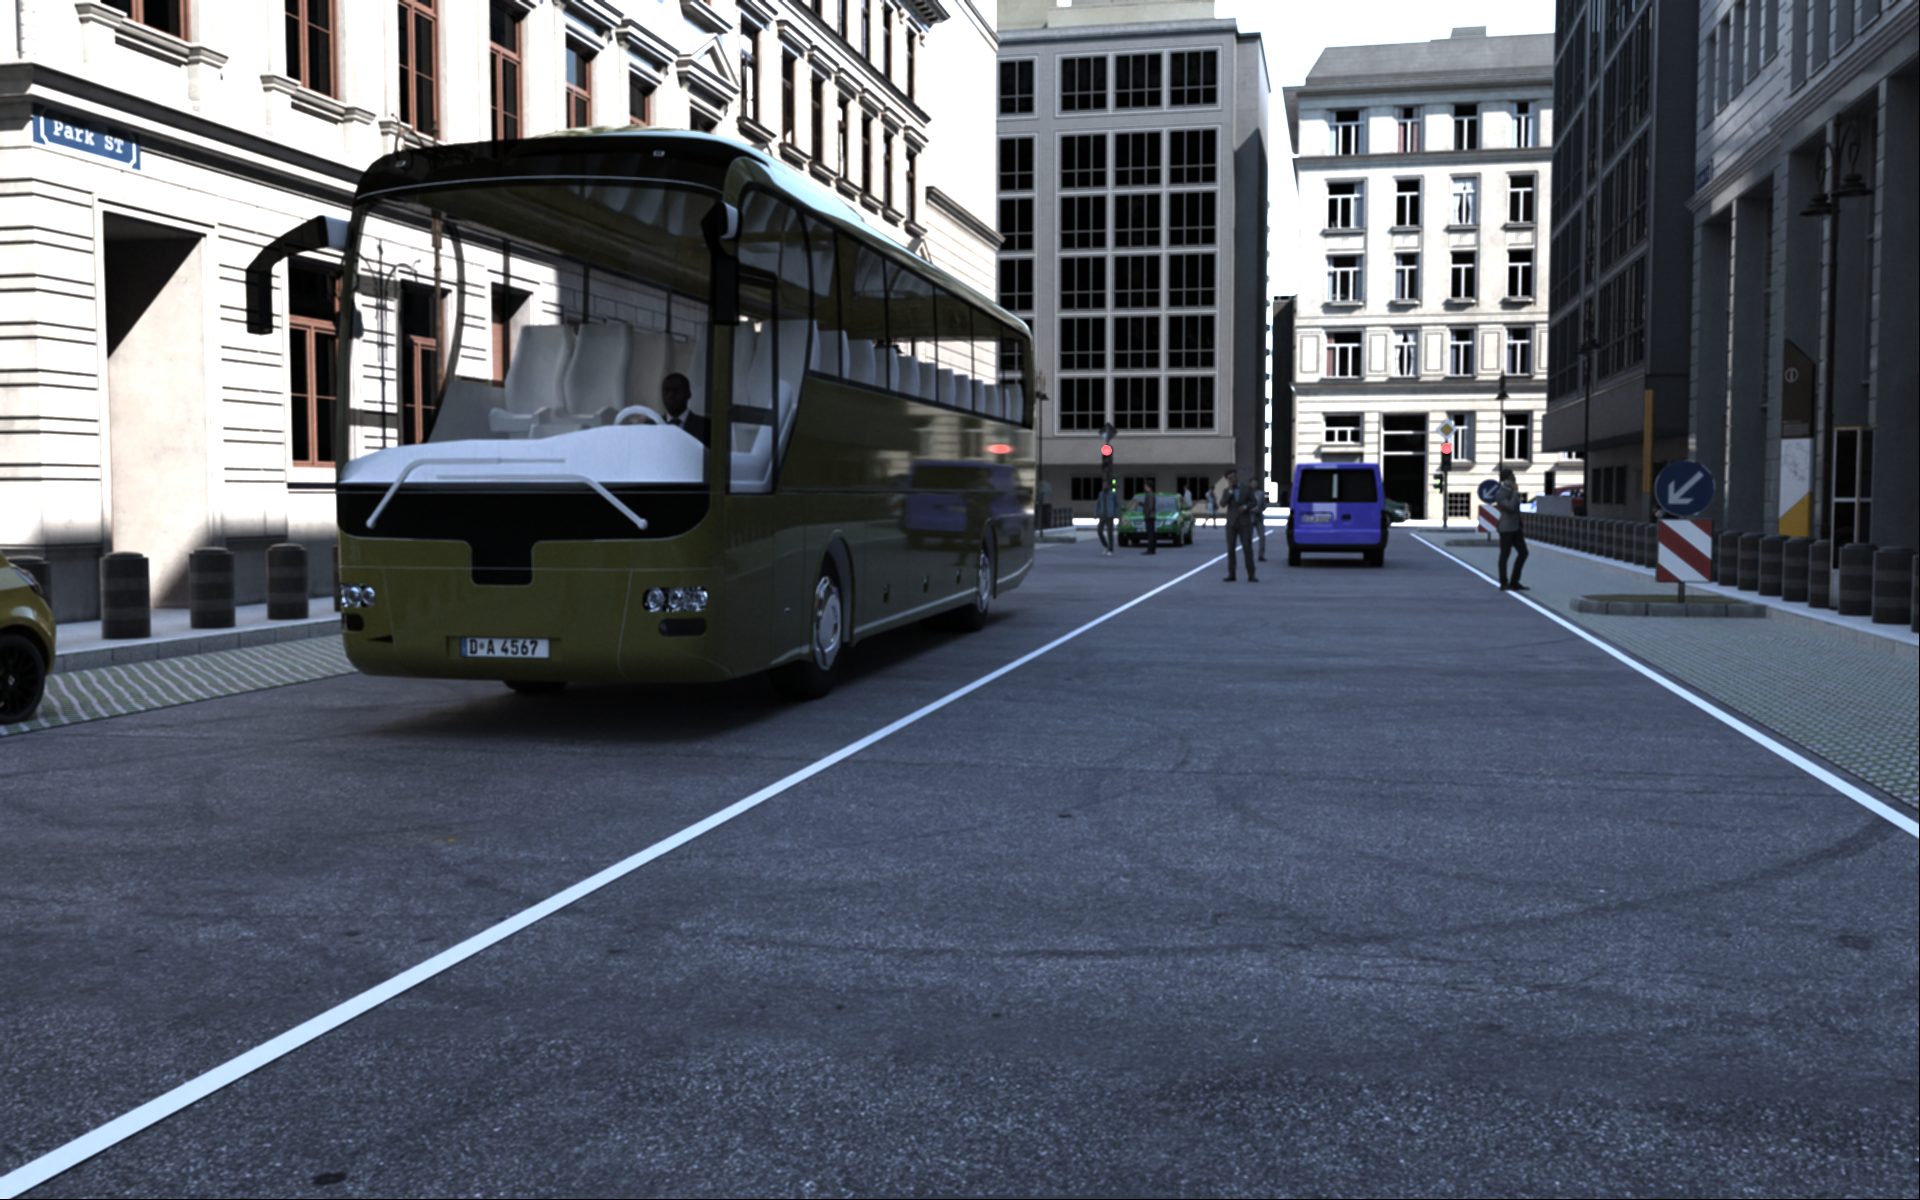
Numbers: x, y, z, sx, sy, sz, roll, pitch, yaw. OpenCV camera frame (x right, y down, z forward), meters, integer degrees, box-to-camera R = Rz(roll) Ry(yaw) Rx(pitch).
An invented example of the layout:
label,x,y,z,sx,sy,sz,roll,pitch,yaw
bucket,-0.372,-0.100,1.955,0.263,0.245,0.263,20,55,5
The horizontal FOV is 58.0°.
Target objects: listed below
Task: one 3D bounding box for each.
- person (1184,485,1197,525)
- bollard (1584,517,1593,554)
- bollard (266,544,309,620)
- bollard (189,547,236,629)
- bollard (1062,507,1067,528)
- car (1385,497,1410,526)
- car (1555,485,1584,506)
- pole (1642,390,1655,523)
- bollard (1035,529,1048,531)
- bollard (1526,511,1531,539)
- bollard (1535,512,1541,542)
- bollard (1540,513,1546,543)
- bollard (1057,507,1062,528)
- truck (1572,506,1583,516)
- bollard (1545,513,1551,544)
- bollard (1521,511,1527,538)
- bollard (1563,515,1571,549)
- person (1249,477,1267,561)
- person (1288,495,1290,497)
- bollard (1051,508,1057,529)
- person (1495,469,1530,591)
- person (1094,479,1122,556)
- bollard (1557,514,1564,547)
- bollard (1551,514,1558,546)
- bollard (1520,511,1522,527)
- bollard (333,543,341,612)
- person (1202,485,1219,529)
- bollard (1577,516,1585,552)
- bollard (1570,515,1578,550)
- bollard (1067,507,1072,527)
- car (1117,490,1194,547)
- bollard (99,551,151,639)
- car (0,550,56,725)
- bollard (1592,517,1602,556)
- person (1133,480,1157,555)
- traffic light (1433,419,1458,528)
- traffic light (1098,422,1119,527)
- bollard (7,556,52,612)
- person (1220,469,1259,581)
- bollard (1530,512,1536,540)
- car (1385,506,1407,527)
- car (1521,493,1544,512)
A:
label,x,y,z,sx,sy,sz,roll,pitch,yaw
person,10.412,-4.299,78.628,0.795,1.843,0.661,1,4,20
bollard,13.715,-1.378,37.243,0.404,0.777,0.398,0,3,0
bollard,-6.927,-0.190,17.831,0.404,0.777,0.398,0,3,0
bollard,-7.192,-0.118,16.654,0.404,0.777,0.398,0,3,0
bollard,3.749,-3.144,66.126,0.404,0.777,0.398,0,3,0
car,17.556,-4.007,77.306,4.920,1.459,2.131,1,4,11
car,27.515,-3.998,74.047,5.304,1.827,2.281,1,4,12
pole,13.478,-2.451,33.923,0.158,3.312,0.155,0,3,0
bollard,2.973,-2.928,62.594,0.404,0.777,0.398,0,3,0
bollard,16.330,-2.100,49.046,0.404,0.777,0.398,0,3,0
bollard,15.801,-1.954,46.669,0.404,0.777,0.398,0,3,0
bollard,15.541,-1.882,45.495,0.404,0.777,0.398,0,3,0
bollard,3.494,-3.072,64.951,0.404,0.777,0.398,0,3,0
truck,33.595,-4.735,67.172,18.799,4.110,2.967,1,4,14
bollard,15.281,-1.810,44.312,0.404,0.777,0.398,0,3,0
bollard,16.590,-2.172,50.227,0.404,0.777,0.398,0,3,0
bollard,14.496,-1.593,40.768,0.404,0.777,0.398,0,3,0
person,6.303,-1.728,36.956,0.606,1.804,0.583,-1,4,-16
person,38.602,-12.009,205.372,1.217,1.766,0.721,1,4,12
bollard,3.231,-3.000,63.772,0.404,0.777,0.398,0,3,0
person,8.190,-1.039,25.677,0.592,1.802,0.473,-2,4,-33
person,3.425,-1.915,40.156,0.601,1.785,0.444,2,4,31
bollard,14.755,-1.665,41.943,0.404,0.777,0.398,0,3,0
bollard,15.021,-1.737,43.114,0.404,0.777,0.398,0,3,0
bollard,16.849,-2.244,51.407,0.404,0.777,0.398,0,3,0
bollard,-6.670,-0.263,19.017,0.404,0.777,0.398,0,3,0
person,10.351,-3.828,71.181,0.778,1.811,0.616,-2,4,-31
bollard,13.976,-1.449,38.416,0.404,0.777,0.398,0,3,0
bollard,14.235,-1.521,39.590,0.404,0.777,0.398,0,3,0
bollard,4.015,-3.216,67.297,0.404,0.777,0.398,0,3,0
car,5.502,-2.427,48.470,1.959,1.807,4.718,1,4,13
bollard,-7.452,-0.046,15.461,0.404,0.777,0.398,0,3,0
car,-6.991,0.042,9.534,2.015,1.641,3.980,1,4,13
bollard,13.458,-1.306,36.069,0.404,0.777,0.398,0,3,0
person,4.360,-1.967,41.199,0.750,1.759,0.617,2,4,30
traffic light,18.195,-4.649,64.926,0.839,4.253,0.868,1,4,12
traffic light,5.779,-4.815,67.646,0.839,4.253,0.868,1,4,12
bollard,-7.716,0.026,14.289,0.404,0.777,0.398,0,3,0
person,4.581,-1.228,28.391,0.655,1.846,0.447,1,4,16
bollard,16.065,-2.027,47.855,0.404,0.777,0.398,0,3,0
car,16.783,-3.858,74.882,4.920,1.459,2.131,1,4,11
car,26.351,-4.186,78.039,3.694,1.707,1.945,1,4,13
